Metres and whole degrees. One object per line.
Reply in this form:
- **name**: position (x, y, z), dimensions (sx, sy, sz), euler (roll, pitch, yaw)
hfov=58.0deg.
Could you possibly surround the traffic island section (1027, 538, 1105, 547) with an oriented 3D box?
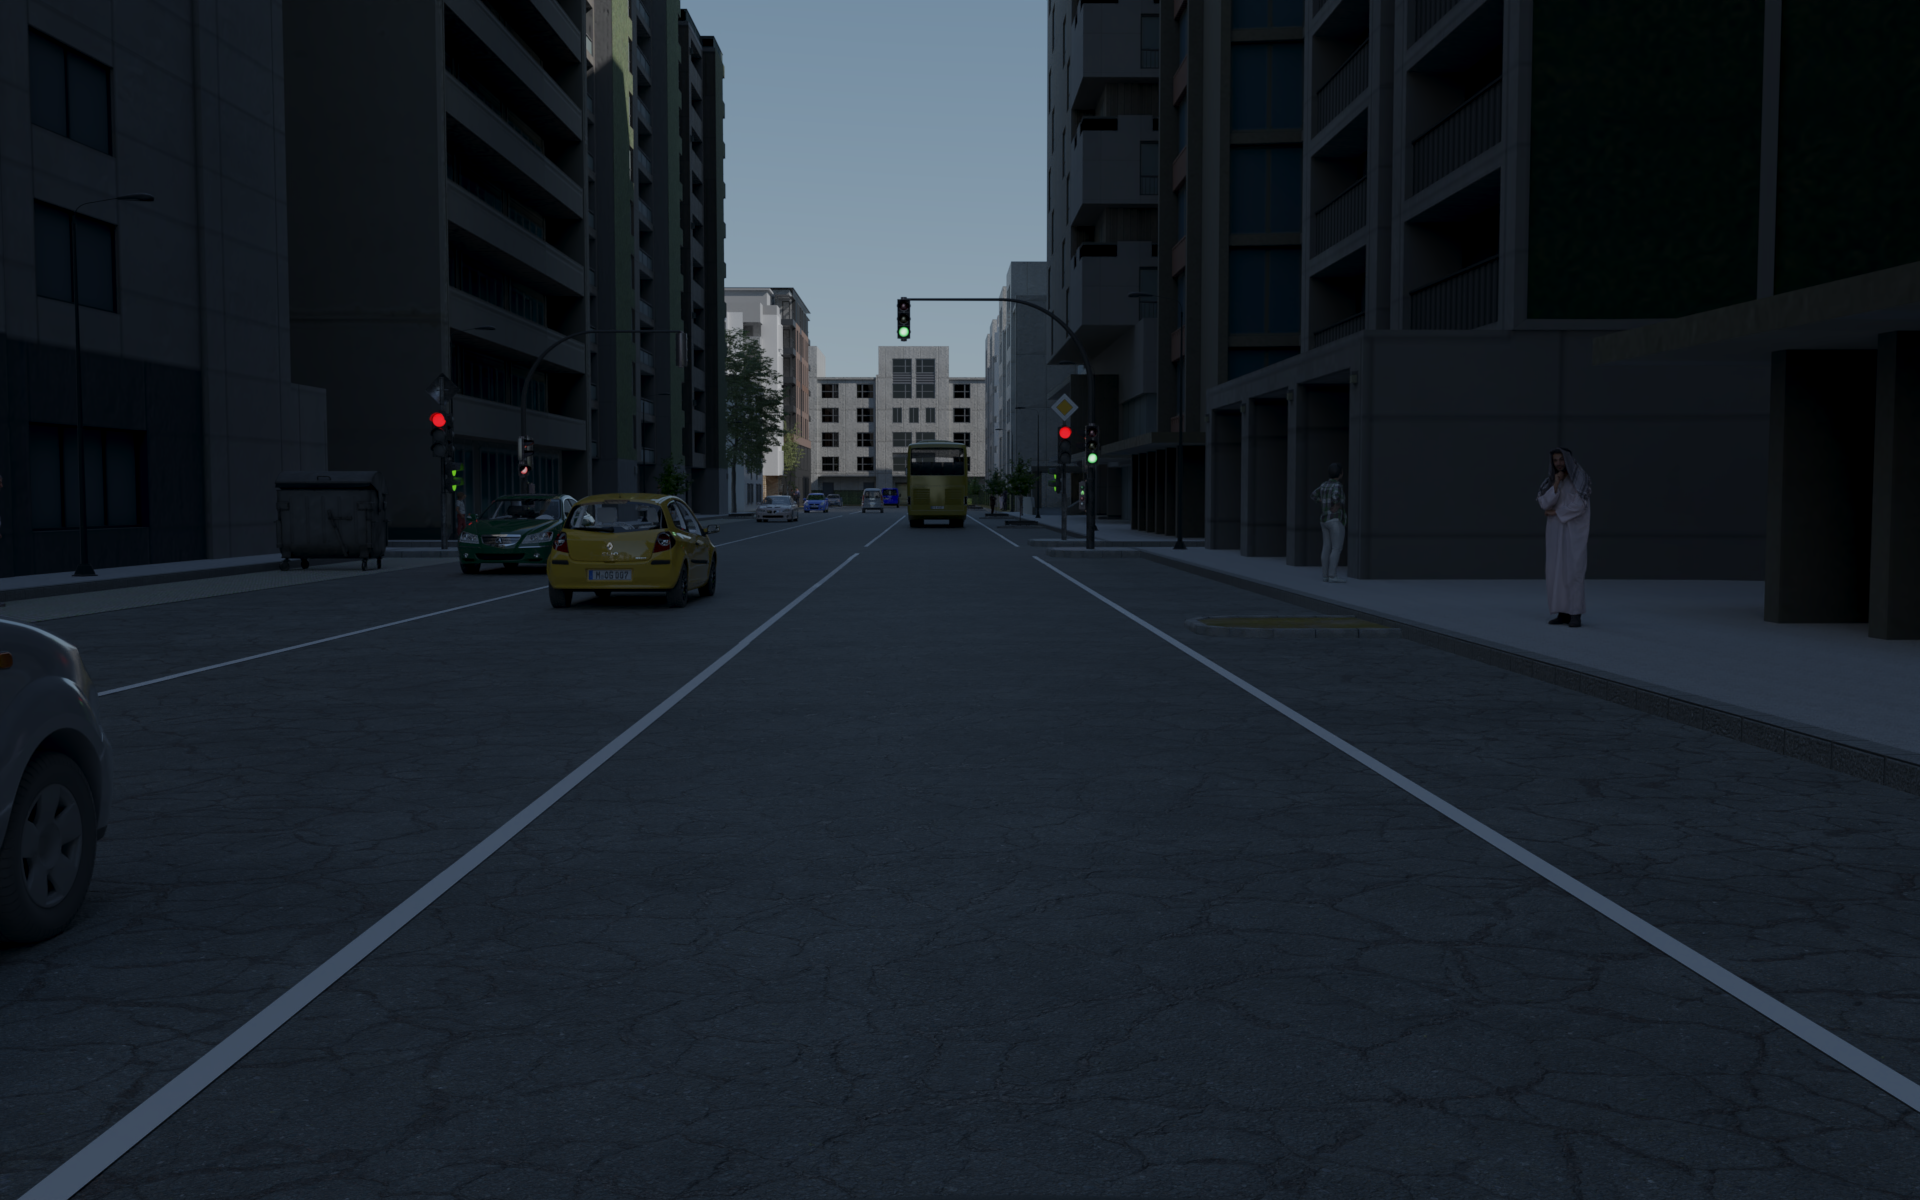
- **traffic island section**: position (2.930, -1.599, 48.422), dimensions (2.009, 0.180, 2.903), euler (0, 4, -1)

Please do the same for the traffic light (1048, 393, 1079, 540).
- **traffic light**: position (2.890, -3.632, 48.308), dimensions (0.839, 4.253, 0.868), euler (0, 4, -1)

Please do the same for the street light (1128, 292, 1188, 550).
- **street light**: position (4.560, -4.125, 39.991), dimensions (1.470, 5.913, 1.316), euler (0, 4, -1)

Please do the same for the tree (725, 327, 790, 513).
- **tree**: position (-15.037, -12.223, 117.972), dimensions (7.486, 12.596, 7.792), euler (0, 3, 0)

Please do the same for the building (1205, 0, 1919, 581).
- **building**: position (16.127, -36.100, 28.482), dimensions (20.563, 71.187, 20.611), euler (0, 4, -1)

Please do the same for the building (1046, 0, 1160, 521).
- **building**: position (18.529, -30.337, 85.250), dimensions (28.713, 52.752, 27.495), euler (0, 4, -1)

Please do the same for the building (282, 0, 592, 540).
- **building**: position (-25.160, -26.505, 57.060), dimensions (21.300, 48.544, 21.600), euler (0, 4, -1)

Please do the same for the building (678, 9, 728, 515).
- **building**: position (-21.896, -20.333, 104.148), dimensions (14.160, 30.474, 14.107), euler (0, 4, -1)

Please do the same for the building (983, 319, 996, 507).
- **building**: position (11.513, -19.412, 183.836), dimensions (16.747, 18.905, 31.486), euler (0, 4, -1)

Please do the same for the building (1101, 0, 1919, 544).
- **building**: position (19.582, -24.659, 57.800), dimensions (28.867, 44.769, 22.147), euler (0, 4, -1)

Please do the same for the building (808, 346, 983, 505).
- **building**: position (-9.871, -21.333, 215.256), dimensions (31.486, 18.905, 16.747), euler (0, 4, -1)

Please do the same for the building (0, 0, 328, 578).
- **building**: position (-24.889, -36.070, 27.996), dimensions (20.611, 71.187, 20.563), euler (0, 4, -1)

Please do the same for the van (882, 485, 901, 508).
- **van**: position (-7.284, -10.778, 180.610), dimensions (2.240, 2.365, 5.245), euler (0, 4, -2)

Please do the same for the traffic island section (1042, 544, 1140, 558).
- **traffic island section**: position (3.057, -1.111, 40.438), dimensions (2.009, 0.180, 2.903), euler (0, 4, -1)

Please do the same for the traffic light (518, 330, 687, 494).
- **traffic light**: position (-9.979, -4.493, 48.124), dimensions (4.771, 5.953, 1.251), euler (0, 4, -1)

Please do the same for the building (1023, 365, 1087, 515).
- **building**: position (20.397, -25.656, 111.361), dimensions (32.217, 40.220, 23.993), euler (0, 4, -1)

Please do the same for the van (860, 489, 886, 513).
- **van**: position (-6.678, -7.686, 132.670), dimensions (2.013, 2.044, 4.112), euler (0, 4, -2)

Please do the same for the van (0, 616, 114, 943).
- **van**: position (-3.697, 0.169, 4.248), dimensions (2.013, 2.044, 4.112), euler (0, 4, -1)

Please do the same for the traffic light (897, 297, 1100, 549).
- **traffic light**: position (0.926, -4.005, 40.149), dimensions (4.771, 5.953, 1.251), euler (0, 4, -1)

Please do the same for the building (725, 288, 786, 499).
- **building**: position (-24.005, -18.391, 157.111), dimensions (16.016, 20.091, 11.380), euler (0, 4, -1)

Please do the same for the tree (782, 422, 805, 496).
- **tree**: position (-16.796, -13.262, 167.201), dimensions (4.737, 8.622, 4.395), euler (0, 3, 0)

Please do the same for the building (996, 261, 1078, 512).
- **building**: position (12.111, -16.751, 140.337), dimensions (16.747, 18.905, 31.486), euler (0, 4, -1)

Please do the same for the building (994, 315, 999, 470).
- **building**: position (11.280, -18.670, 161.682), dimensions (16.016, 20.091, 11.380), euler (0, 4, -1)

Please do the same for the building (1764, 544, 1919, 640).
- **building**: position (17.924, -21.352, 3.732), dimensions (22.147, 44.769, 28.867), euler (0, 4, -1)

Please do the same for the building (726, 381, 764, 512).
- **building**: position (-20.100, -11.967, 137.802), dimensions (9.099, 9.664, 28.070), euler (0, 4, -1)

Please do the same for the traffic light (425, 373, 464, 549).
- **traffic light**: position (-11.943, -3.128, 40.072), dimensions (0.839, 4.253, 0.868), euler (0, 4, -1)

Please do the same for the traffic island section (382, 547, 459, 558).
- **traffic island section**: position (-11.983, -1.096, 40.206), dimensions (2.009, 0.180, 2.903), euler (0, 4, -1)

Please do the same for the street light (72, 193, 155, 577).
- **street light**: position (-13.129, -3.323, 26.876), dimensions (1.470, 5.913, 1.316), euler (0, 4, -1)

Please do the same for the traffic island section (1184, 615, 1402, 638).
- **traffic island section**: position (3.403, 0.284, 18.226), dimensions (1.991, 0.108, 1.994), euler (0, 4, -1)

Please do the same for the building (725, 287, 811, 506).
- **building**: position (-32.952, -20.855, 184.948), dimensions (32.646, 21.610, 27.936), euler (0, 4, -1)

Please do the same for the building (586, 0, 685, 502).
- **building**: position (-22.433, -24.841, 89.739), dimensions (14.154, 41.232, 14.086), euler (0, 4, -1)
